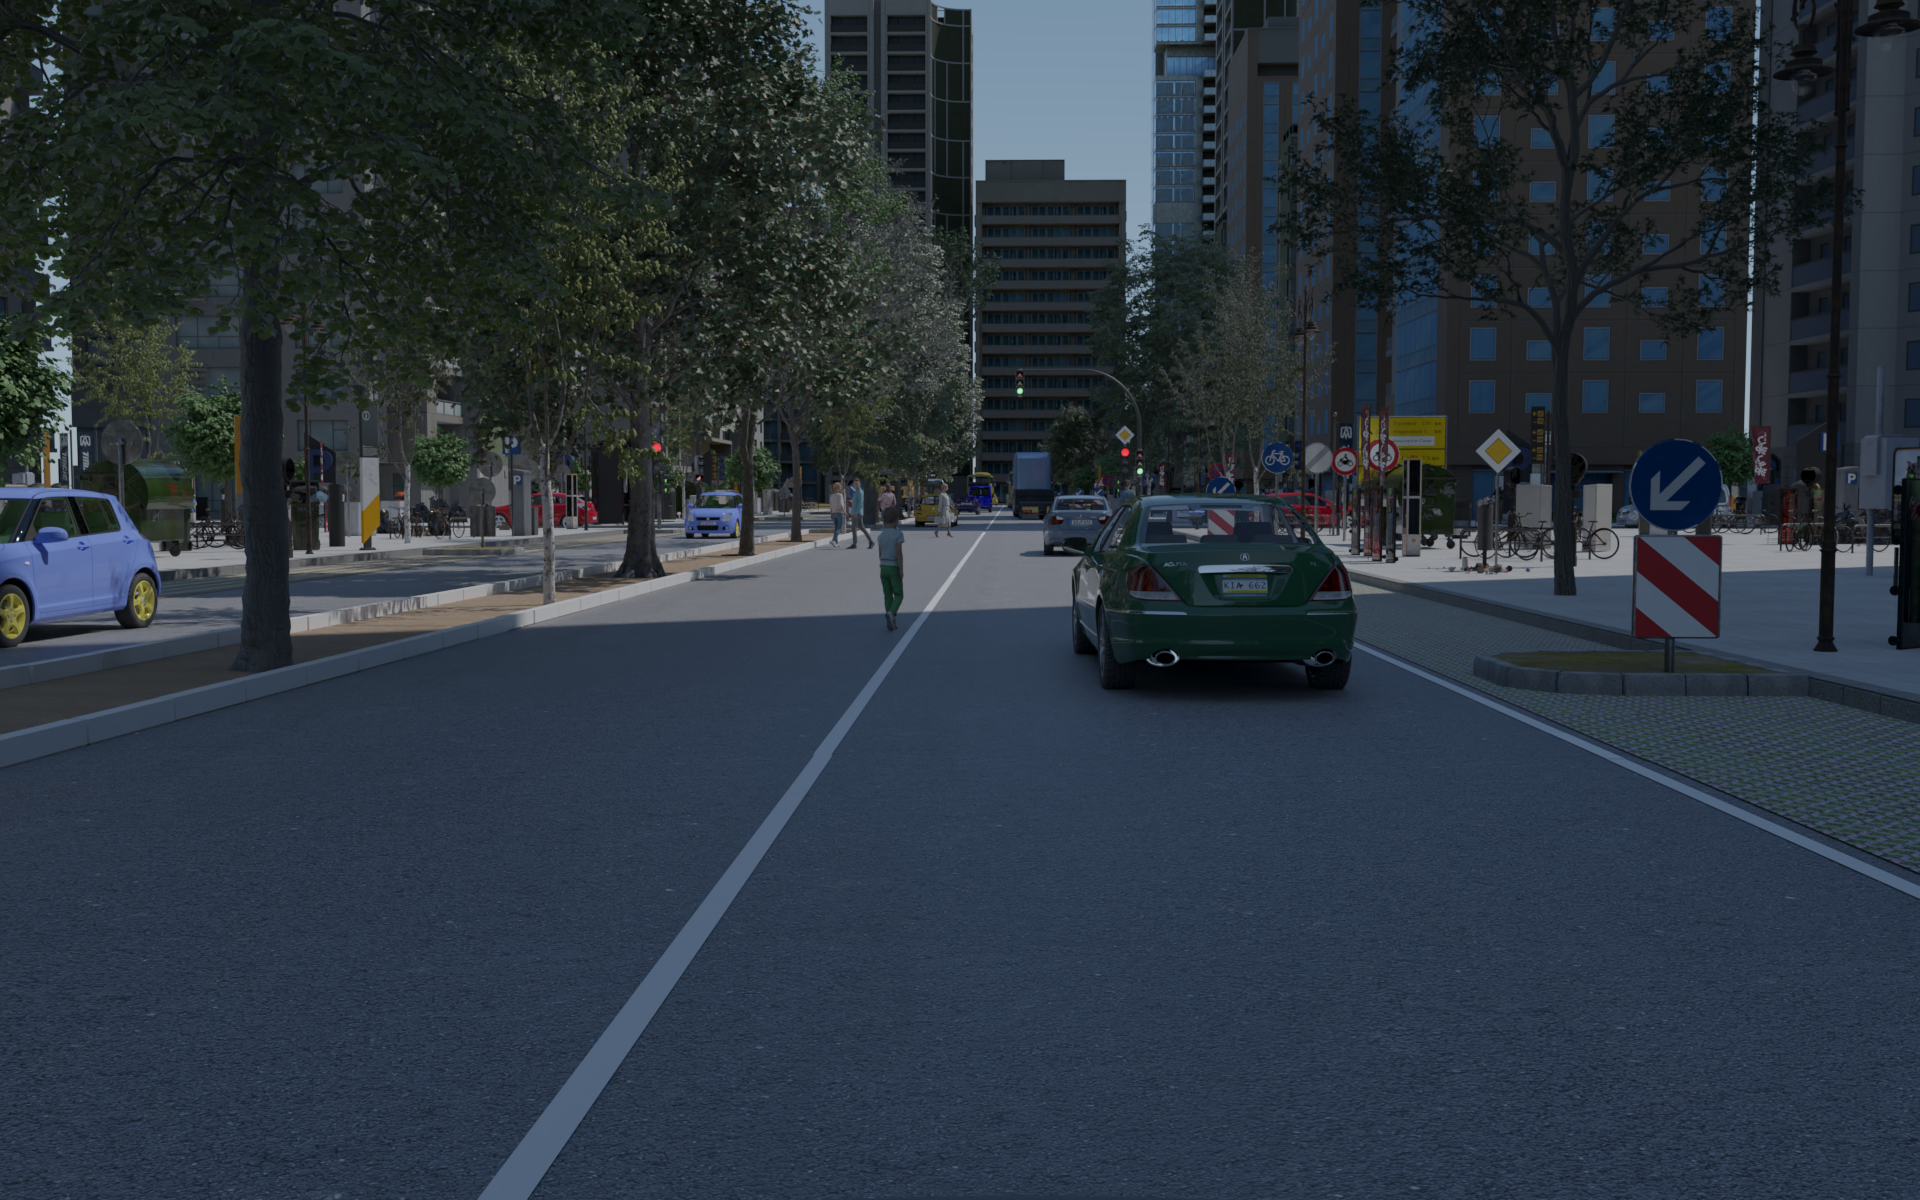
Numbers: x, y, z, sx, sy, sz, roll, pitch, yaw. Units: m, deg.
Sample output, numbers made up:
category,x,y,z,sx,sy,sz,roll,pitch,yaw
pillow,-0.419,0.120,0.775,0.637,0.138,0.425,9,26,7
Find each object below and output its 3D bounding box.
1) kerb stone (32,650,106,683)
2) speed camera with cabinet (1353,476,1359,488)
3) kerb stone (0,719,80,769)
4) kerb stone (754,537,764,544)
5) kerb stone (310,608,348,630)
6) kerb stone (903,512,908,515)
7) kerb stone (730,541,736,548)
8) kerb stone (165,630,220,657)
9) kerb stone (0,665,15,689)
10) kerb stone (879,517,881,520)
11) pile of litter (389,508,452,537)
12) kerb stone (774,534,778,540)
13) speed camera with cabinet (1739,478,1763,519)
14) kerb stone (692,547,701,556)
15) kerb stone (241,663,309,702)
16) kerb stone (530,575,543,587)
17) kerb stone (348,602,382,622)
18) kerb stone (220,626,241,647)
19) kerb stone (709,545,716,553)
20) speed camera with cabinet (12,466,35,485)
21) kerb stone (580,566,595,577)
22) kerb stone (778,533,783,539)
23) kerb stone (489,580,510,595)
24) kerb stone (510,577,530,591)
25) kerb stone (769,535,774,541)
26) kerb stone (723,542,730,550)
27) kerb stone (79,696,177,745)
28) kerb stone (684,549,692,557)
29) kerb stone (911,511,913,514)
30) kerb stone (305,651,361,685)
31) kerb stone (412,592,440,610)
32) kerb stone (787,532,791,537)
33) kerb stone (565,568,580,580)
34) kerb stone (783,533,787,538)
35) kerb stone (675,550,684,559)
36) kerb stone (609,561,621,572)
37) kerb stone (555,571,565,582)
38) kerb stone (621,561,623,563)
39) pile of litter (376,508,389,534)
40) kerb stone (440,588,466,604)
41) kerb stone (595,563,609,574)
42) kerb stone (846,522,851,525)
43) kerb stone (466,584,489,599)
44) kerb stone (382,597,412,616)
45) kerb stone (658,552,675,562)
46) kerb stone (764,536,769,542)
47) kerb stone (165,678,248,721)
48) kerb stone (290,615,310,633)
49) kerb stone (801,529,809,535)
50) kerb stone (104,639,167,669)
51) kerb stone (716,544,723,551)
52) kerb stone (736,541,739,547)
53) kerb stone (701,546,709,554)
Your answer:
category,x,y,z,sx,sy,sz,roll,pitch,yaw
kerb stone,-7.018,0.534,13.534,0.120,0.150,1.000,0,4,2
speed camera with cabinet,19.361,-5.295,80.902,0.660,3.252,2.038,-3,5,-41
kerb stone,-5.047,0.785,9.364,0.120,0.150,1.000,0,4,2
kerb stone,-5.913,-1.726,50.438,0.120,0.150,1.000,0,4,2
kerb stone,-6.864,0.220,18.646,0.120,0.150,1.000,0,4,2
kerb stone,-3.763,-6.079,121.676,0.120,0.150,1.000,0,4,2
kerb stone,-6.064,-1.414,45.311,0.120,0.150,1.000,0,4,2
kerb stone,-6.968,0.405,15.577,0.120,0.150,1.000,0,4,2
kerb stone,-7.058,0.593,12.499,0.120,0.150,1.000,0,4,2
kerb stone,-4.439,-4.703,99.145,0.120,0.150,1.000,0,4,2
pile of litter,-16.245,-2.375,52.790,1.176,0.858,1.719,3,5,45
kerb stone,-5.815,-1.914,53.513,0.120,0.150,1.000,0,4,2
speed camera with cabinet,41.427,-5.854,90.056,0.660,3.252,2.038,-1,4,-14
kerb stone,-6.218,-1.098,40.178,0.120,0.150,1.000,0,4,2
kerb stone,-4.956,0.597,12.440,0.120,0.150,1.000,0,4,2
kerb stone,-6.629,-0.284,26.844,0.120,0.150,1.000,0,4,2
kerb stone,-6.835,0.154,19.673,0.120,0.150,1.000,0,4,2
kerb stone,-6.931,0.342,16.599,0.120,0.150,1.000,0,4,2
kerb stone,-6.156,-1.224,42.237,0.120,0.150,1.000,0,4,2
speed camera with cabinet,-39.629,-4.886,74.218,0.660,3.252,2.038,1,4,11
kerb stone,-6.531,-0.472,29.919,0.120,0.150,1.000,0,4,2
kerb stone,-5.787,-1.978,54.540,0.120,0.150,1.000,0,4,2
kerb stone,-6.685,-0.159,24.801,0.120,0.150,1.000,0,4,2
kerb stone,-6.654,-0.222,25.822,0.120,0.150,1.000,0,4,2
kerb stone,-5.856,-1.853,52.486,0.120,0.150,1.000,0,4,2
kerb stone,-6.097,-1.351,44.280,0.120,0.150,1.000,0,4,2
kerb stone,-5.016,0.723,10.397,0.120,0.150,1.000,0,4,2
kerb stone,-6.258,-1.037,39.156,0.120,0.150,1.000,0,4,2
kerb stone,-3.662,-6.271,124.752,0.120,0.150,1.000,0,4,2
kerb stone,-4.928,0.536,13.462,0.120,0.150,1.000,0,4,2
kerb stone,-6.779,0.029,21.723,0.120,0.150,1.000,0,4,2
kerb stone,-5.724,-2.103,56.585,0.120,0.150,1.000,0,4,2
kerb stone,-6.568,-0.409,28.890,0.120,0.150,1.000,0,4,2
kerb stone,-5.750,-2.041,55.563,0.120,0.150,1.000,0,4,2
kerb stone,-6.284,-0.974,38.119,0.120,0.150,1.000,0,4,2
kerb stone,-6.472,-0.597,31.962,0.120,0.150,1.000,0,4,2
kerb stone,-6.590,-0.347,27.865,0.120,0.150,1.000,0,4,2
kerb stone,-6.435,-0.658,32.983,0.120,0.150,1.000,0,4,2
pile of litter,-18.650,-2.582,56.186,1.719,0.858,1.176,2,4,25
kerb stone,-6.743,-0.034,22.746,0.120,0.150,1.000,0,4,2
kerb stone,-6.501,-0.535,30.940,0.120,0.150,1.000,0,4,2
kerb stone,-5.033,-3.514,79.656,0.120,0.150,1.000,0,4,2
kerb stone,-6.711,-0.096,23.774,0.120,0.150,1.000,0,4,2
kerb stone,-6.806,0.092,20.694,0.120,0.150,1.000,0,4,2
kerb stone,-6.315,-0.907,37.091,0.120,0.150,1.000,0,4,2
kerb stone,-5.880,-1.786,51.461,0.120,0.150,1.000,0,4,2
kerb stone,-4.990,0.659,11.419,0.120,0.150,1.000,0,4,2
kerb stone,-6.905,0.282,17.625,0.120,0.150,1.000,0,4,2
kerb stone,-5.543,-2.478,62.747,0.120,0.150,1.000,0,4,2
kerb stone,-6.993,0.469,14.556,0.120,0.150,1.000,0,4,2
kerb stone,-6.127,-1.284,43.259,0.120,0.150,1.000,0,4,2
kerb stone,-6.035,-1.477,46.337,0.120,0.150,1.000,0,4,2
kerb stone,-6.182,-1.163,41.211,0.120,0.150,1.000,0,4,2
